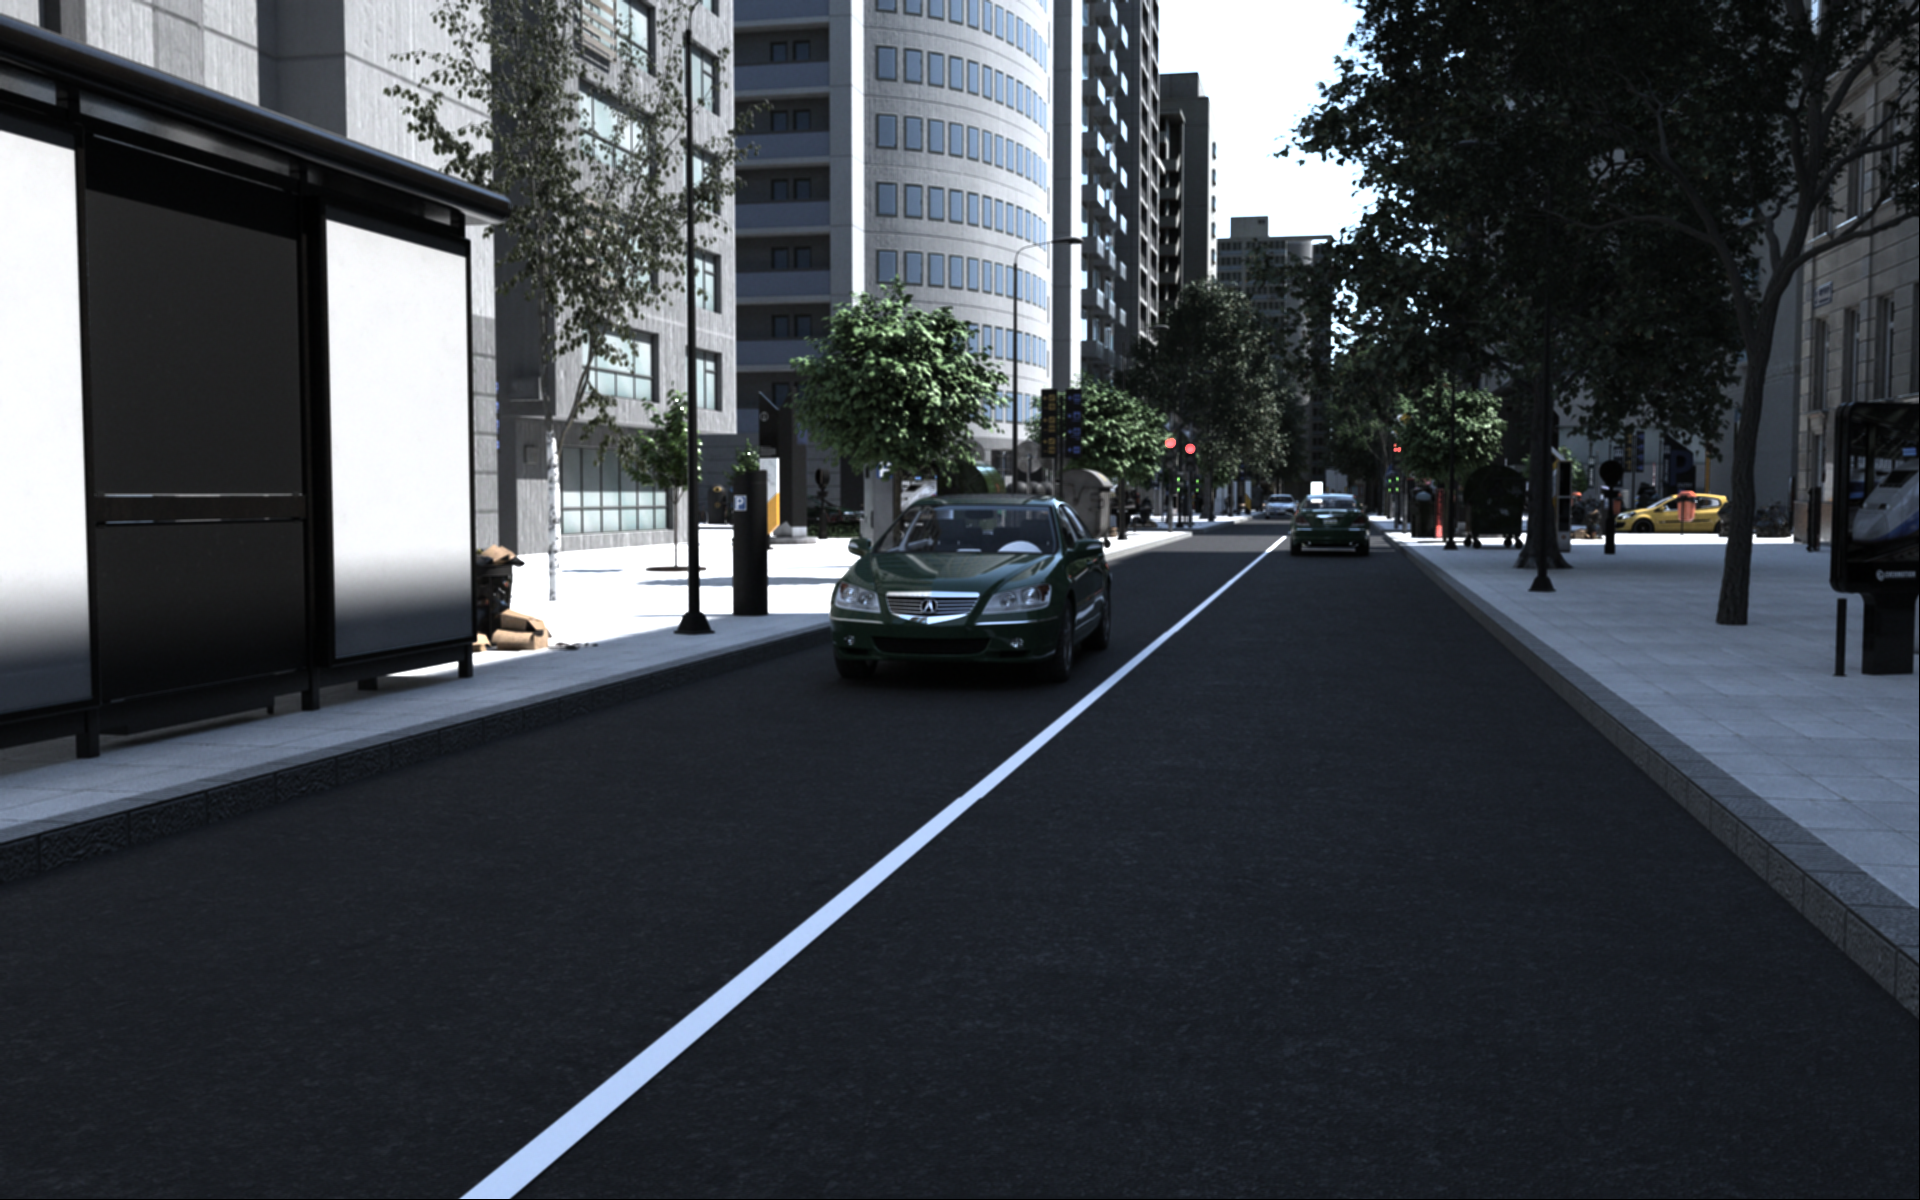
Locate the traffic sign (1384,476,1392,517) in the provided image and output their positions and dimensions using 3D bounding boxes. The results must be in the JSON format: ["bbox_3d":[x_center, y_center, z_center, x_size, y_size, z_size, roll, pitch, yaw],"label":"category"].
[{"bbox_3d":[22.929,-5.622,92.022,0.768,2.556,0.104,1,4,17],"label":"traffic sign"}]

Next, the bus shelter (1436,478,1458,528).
[{"bbox_3d":[18.824,-4.564,65.905,1.731,3.624,6.357,1,4,12],"label":"bus shelter"}]

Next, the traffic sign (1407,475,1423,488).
[{"bbox_3d":[17.270,-4.008,65.539,0.884,2.594,0.081,1,4,16],"label":"traffic sign"}]

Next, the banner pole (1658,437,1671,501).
[{"bbox_3d":[29.984,-5.125,73.808,0.863,3.779,0.401,-2,4,-26],"label":"banner pole"}]

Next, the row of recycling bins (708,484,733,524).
[{"bbox_3d":[-9.059,-4.045,73.256,3.534,1.692,1.069,1,4,20],"label":"row of recycling bins"}]

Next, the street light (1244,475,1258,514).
[{"bbox_3d":[15.752,-7.619,97.110,1.470,5.913,1.316,1,4,12],"label":"street light"}]

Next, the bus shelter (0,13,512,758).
[{"bbox_3d":[-5.088,-1.857,7.989,2.179,5.291,8.768,1,4,12],"label":"bus shelter"}]

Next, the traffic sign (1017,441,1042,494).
[{"bbox_3d":[1.630,-2.519,41.298,0.768,2.556,0.104,1,4,20],"label":"traffic sign"}]

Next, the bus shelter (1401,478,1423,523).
[{"bbox_3d":[21.344,-6.263,80.031,2.179,5.291,8.768,1,4,12],"label":"bus shelter"}]

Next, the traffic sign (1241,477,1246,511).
[{"bbox_3d":[21.055,-7.805,127.713,0.768,2.556,0.104,1,4,19],"label":"traffic sign"}]

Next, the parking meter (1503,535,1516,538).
[{"bbox_3d":[15.897,-2.717,50.130,0.399,1.863,0.255,1,4,12],"label":"parking meter"}]

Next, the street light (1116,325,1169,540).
[{"bbox_3d":[5.058,-4.611,47.924,1.470,5.913,1.316,1,4,12],"label":"street light"}]

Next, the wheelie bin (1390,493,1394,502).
[{"bbox_3d":[27.688,-6.258,110.219,0.980,1.594,0.693,-3,5,-42],"label":"wheelie bin"}]

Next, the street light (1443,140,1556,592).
[{"bbox_3d":[7.162,-3.075,22.824,1.470,5.913,1.316,1,4,12],"label":"street light"}]

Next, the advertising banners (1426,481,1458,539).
[{"bbox_3d":[13.778,-3.276,49.746,0.090,3.025,2.074,3,5,44],"label":"advertising banners"}]

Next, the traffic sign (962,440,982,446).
[{"bbox_3d":[0.194,-2.435,39.912,0.768,2.556,0.104,1,4,16],"label":"traffic sign"}]

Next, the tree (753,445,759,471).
[{"bbox_3d":[-7.308,-3.932,58.891,1.663,3.219,1.824,0,3,0],"label":"tree"}]

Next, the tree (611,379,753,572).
[{"bbox_3d":[-4.743,-2.112,29.135,1.663,3.219,1.824,0,3,0],"label":"tree"}]

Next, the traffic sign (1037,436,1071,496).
[{"bbox_3d":[2.056,-2.316,37.970,0.768,2.556,0.104,1,4,18],"label":"traffic sign"}]

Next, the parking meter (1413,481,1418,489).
[{"bbox_3d":[19.058,-4.063,72.139,0.399,1.863,0.255,-3,5,-41],"label":"parking meter"}]

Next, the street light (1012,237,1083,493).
[{"bbox_3d":[1.535,-3.609,31.543,1.470,5.913,1.316,1,4,12],"label":"street light"}]

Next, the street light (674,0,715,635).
[{"bbox_3d":[-1.923,-2.638,15.670,1.470,5.913,1.316,1,4,12],"label":"street light"}]

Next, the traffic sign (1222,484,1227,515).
[{"bbox_3d":[15.794,-6.356,104.033,0.768,2.556,0.104,1,4,22],"label":"traffic sign"}]

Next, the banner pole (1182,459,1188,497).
[{"bbox_3d":[14.265,-7.304,109.438,0.863,3.779,0.401,-1,4,-22],"label":"banner pole"}]

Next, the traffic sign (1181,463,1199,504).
[{"bbox_3d":[9.151,-4.222,69.131,0.768,2.556,0.104,1,4,17],"label":"traffic sign"}]

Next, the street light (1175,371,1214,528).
[{"bbox_3d":[8.855,-5.676,65.337,1.470,5.913,1.316,1,4,12],"label":"street light"}]

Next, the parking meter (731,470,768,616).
[{"bbox_3d":[-2.225,-0.608,18.349,0.372,1.533,0.369,0,3,0],"label":"parking meter"}]

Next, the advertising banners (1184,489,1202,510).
[{"bbox_3d":[18.806,-8.708,138.557,2.074,3.025,0.090,-1,4,-21],"label":"advertising banners"}]

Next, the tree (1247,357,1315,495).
[{"bbox_3d":[38.679,-21.987,215.375,12.611,20.169,13.585,0,3,0],"label":"tree"}]

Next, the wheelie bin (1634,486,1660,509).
[{"bbox_3d":[27.540,-3.757,69.342,0.980,1.594,0.693,0,4,-7],"label":"wheelie bin"}]

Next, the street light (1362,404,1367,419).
[{"bbox_3d":[21.444,-7.100,88.620,1.470,5.913,1.316,1,4,12],"label":"street light"}]

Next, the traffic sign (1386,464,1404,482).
[{"bbox_3d":[17.703,-4.296,70.353,0.768,2.556,0.104,1,4,15],"label":"traffic sign"}]

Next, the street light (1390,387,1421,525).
[{"bbox_3d":[10.792,-4.120,39.899,1.470,5.913,1.316,1,4,12],"label":"street light"}]

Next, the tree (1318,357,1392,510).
[{"bbox_3d":[33.949,-14.424,142.480,9.857,13.997,8.962,0,3,0],"label":"tree"}]

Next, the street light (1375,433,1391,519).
[{"bbox_3d":[14.280,-5.098,55.900,1.470,5.913,1.316,1,4,12],"label":"street light"}]

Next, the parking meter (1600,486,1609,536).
[{"bbox_3d":[19.952,-2.754,53.442,0.372,1.533,0.369,0,3,0],"label":"parking meter"}]

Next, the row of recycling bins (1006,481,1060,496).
[{"bbox_3d":[2.548,-3.049,56.958,1.069,1.692,3.534,2,4,27],"label":"row of recycling bins"}]

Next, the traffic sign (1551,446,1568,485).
[{"bbox_3d":[14.151,-2.463,41.460,0.795,2.450,0.064,1,4,20],"label":"traffic sign"}]

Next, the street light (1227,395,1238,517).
[{"bbox_3d":[12.351,-6.647,81.223,1.470,5.913,1.316,1,4,12],"label":"street light"}]

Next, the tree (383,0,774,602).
[{"bbox_3d":[-4.611,-4.287,20.453,4.360,8.622,3.978,0,3,0],"label":"tree"}]

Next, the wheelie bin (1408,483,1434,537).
[{"bbox_3d":[13.729,-2.659,51.389,0.693,1.594,0.980,-1,4,-13],"label":"wheelie bin"}]

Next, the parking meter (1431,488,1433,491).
[{"bbox_3d":[19.211,-3.831,71.055,0.372,1.533,0.369,0,3,0],"label":"parking meter"}]

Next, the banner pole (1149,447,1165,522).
[{"bbox_3d":[9.208,-5.533,80.483,0.863,3.779,0.401,2,4,26],"label":"banner pole"}]

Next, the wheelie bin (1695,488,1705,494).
[{"bbox_3d":[38.187,-5.000,89.651,0.980,1.594,0.693,3,4,36],"label":"wheelie bin"}]

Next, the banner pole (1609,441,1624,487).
[{"bbox_3d":[30.132,-5.488,79.750,0.863,3.779,0.401,3,5,43],"label":"banner pole"}]

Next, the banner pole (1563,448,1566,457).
[{"bbox_3d":[32.538,-6.325,93.438,0.401,3.779,0.863,2,4,26],"label":"banner pole"}]

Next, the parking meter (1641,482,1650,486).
[{"bbox_3d":[33.872,-4.884,85.570,0.399,1.863,0.255,3,5,40],"label":"parking meter"}]

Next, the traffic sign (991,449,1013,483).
[{"bbox_3d":[0.981,-2.260,39.073,0.606,2.300,0.079,1,4,20],"label":"traffic sign"}]

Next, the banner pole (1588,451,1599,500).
[{"bbox_3d":[36.924,-6.785,100.951,0.401,3.779,0.863,-2,4,-33],"label":"banner pole"}]

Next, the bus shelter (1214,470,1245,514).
[{"bbox_3d":[17.642,-7.338,113.899,2.014,3.302,5.546,1,4,12],"label":"bus shelter"}]

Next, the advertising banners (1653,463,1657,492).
[{"bbox_3d":[38.918,-6.156,96.832,0.090,3.025,2.074,2,4,32],"label":"advertising banners"}]

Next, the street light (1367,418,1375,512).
[{"bbox_3d":[17.930,-6.130,72.759,1.470,5.913,1.316,1,4,12],"label":"street light"}]

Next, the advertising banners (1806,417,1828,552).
[{"bbox_3d":[19.377,-2.625,39.109,0.090,3.025,2.074,2,4,35],"label":"advertising banners"}]
